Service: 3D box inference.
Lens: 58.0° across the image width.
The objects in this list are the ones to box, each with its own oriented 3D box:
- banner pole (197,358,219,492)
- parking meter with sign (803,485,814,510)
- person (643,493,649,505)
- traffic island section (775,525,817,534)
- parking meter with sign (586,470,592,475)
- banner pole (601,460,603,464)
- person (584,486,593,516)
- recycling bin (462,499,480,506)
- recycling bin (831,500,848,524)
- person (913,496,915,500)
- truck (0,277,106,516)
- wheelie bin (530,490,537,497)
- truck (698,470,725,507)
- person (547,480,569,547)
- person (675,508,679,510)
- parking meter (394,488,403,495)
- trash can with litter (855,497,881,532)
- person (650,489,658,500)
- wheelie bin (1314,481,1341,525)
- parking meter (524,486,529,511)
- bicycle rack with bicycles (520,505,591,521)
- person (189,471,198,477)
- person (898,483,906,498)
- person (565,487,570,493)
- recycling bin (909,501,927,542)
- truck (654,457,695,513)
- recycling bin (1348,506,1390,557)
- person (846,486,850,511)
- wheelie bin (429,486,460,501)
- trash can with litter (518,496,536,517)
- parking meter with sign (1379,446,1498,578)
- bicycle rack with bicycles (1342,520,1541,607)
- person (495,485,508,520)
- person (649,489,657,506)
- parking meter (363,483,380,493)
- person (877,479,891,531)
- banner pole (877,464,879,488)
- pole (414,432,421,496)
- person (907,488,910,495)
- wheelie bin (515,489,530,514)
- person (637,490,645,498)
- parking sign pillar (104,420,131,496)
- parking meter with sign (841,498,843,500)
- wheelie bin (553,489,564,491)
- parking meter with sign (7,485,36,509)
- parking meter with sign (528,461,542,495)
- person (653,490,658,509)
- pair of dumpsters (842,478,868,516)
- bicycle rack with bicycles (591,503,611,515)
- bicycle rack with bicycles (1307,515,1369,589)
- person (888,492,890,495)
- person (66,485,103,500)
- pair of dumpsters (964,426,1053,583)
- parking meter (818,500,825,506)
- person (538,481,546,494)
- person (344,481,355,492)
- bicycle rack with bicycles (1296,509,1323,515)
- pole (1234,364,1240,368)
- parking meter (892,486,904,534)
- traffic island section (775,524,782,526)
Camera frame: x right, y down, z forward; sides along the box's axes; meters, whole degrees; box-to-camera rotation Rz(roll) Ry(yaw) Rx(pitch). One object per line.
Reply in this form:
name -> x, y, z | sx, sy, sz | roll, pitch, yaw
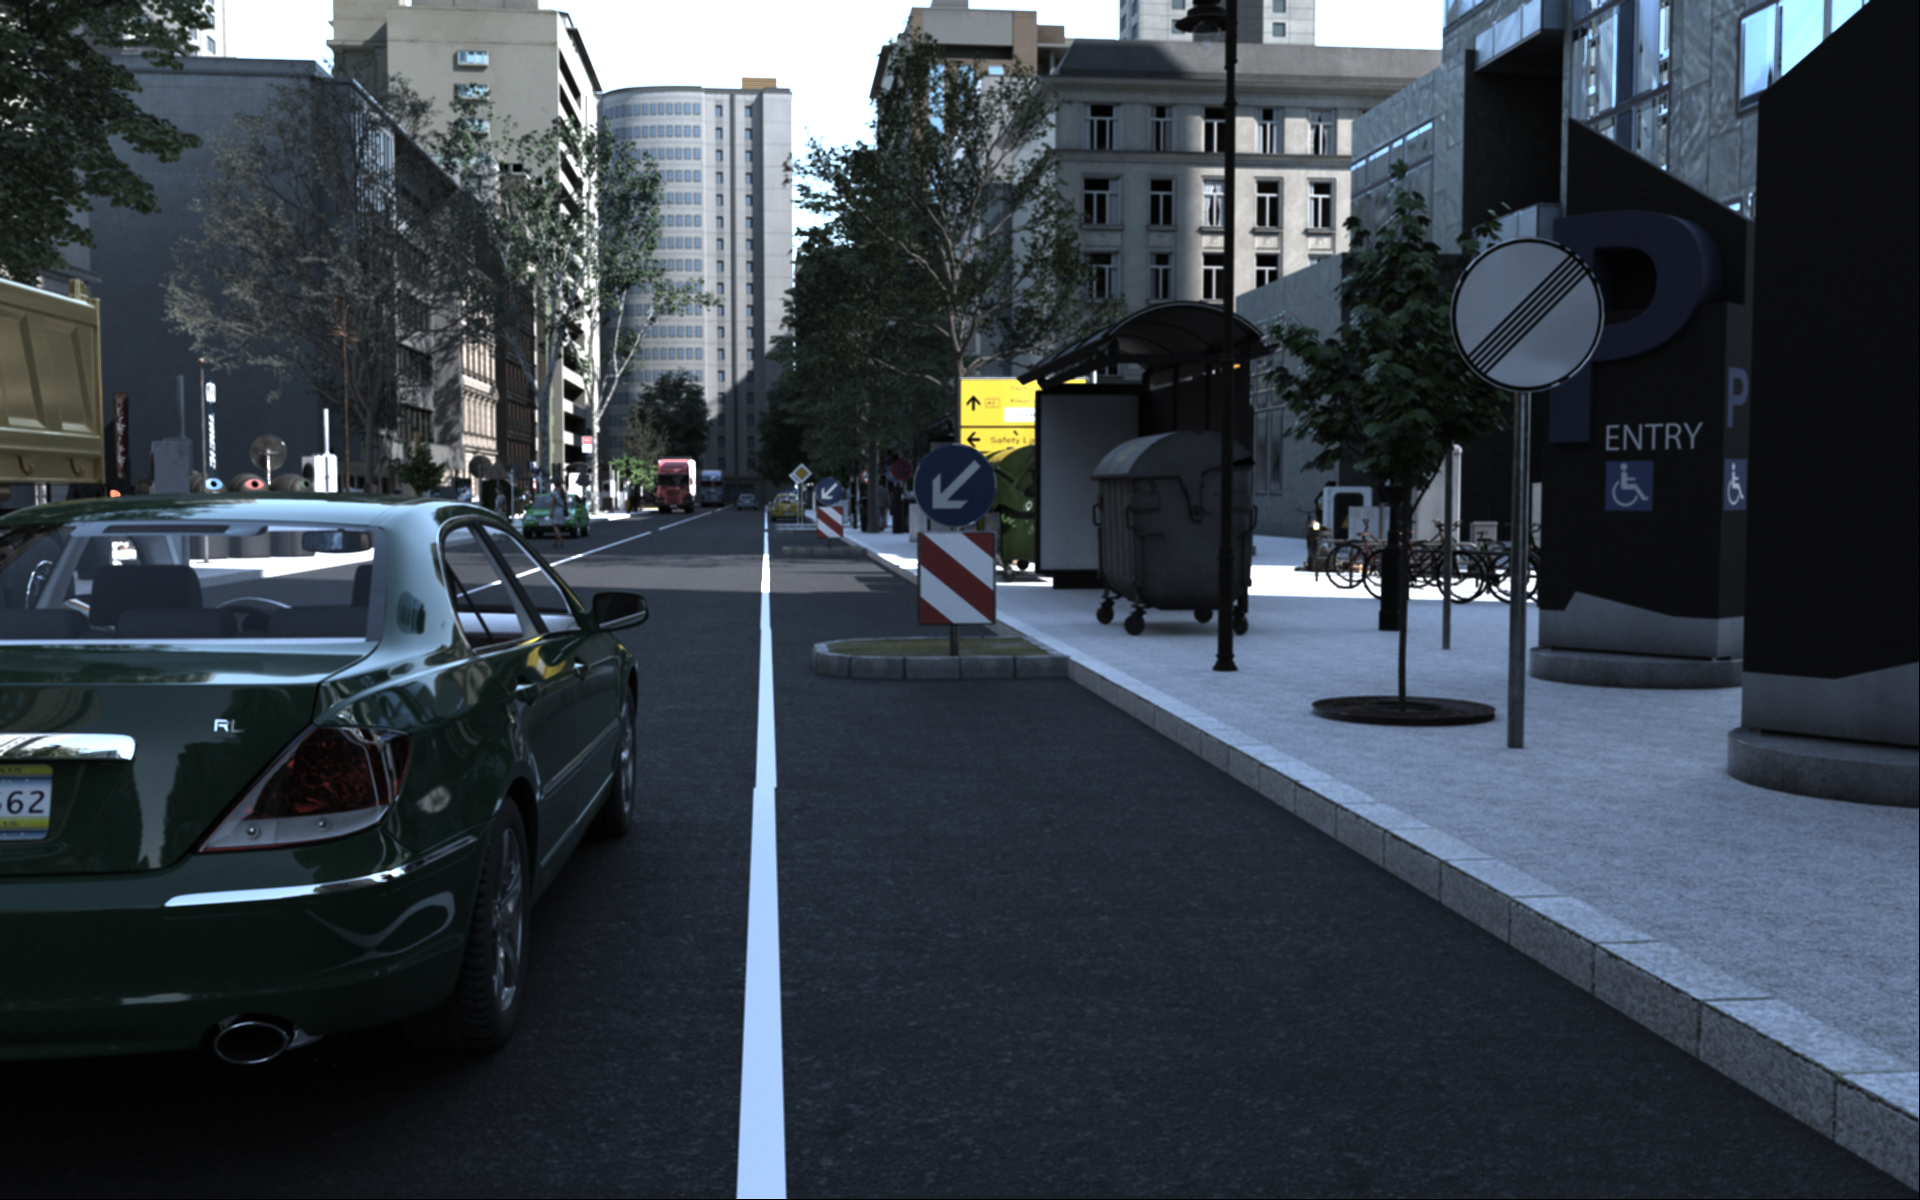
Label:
banner pole -> -13.952, -2.579, 32.178 | 0.401, 3.779, 0.863 | 0, 4, 0
parking meter with sign -> -12.593, -9.038, 144.036 | 1.738, 3.016, 0.543 | -3, 5, -42
person -> -38.208, -12.318, 210.680 | 0.697, 1.427, 0.421 | -1, 4, -13
traffic island section -> -5.793, -2.555, 64.049 | 2.009, 0.180, 2.903 | 0, 4, -6
parking meter with sign -> -27.592, -8.080, 128.363 | 0.543, 3.016, 1.738 | -1, 4, -21
banner pole -> -26.458, -8.459, 128.316 | 0.401, 3.779, 0.863 | -2, 4, -27
person -> -21.263, -5.647, 98.350 | 0.794, 1.824, 0.713 | -3, 5, -44
recycling bin -> -16.850, -2.883, 59.696 | 0.722, 1.027, 0.722 | -1, 4, -12
recycling bin -> -5.270, -3.844, 75.401 | 0.722, 1.027, 0.722 | -1, 4, -12
person -> -2.428, -5.186, 95.107 | 0.475, 1.303, 0.640 | -3, 4, -37
truck -> -7.698, -0.816, 9.263 | 3.469, 3.379, 9.791 | 0, 4, -6
wheelie bin -> -29.219, -6.828, 119.551 | 0.980, 1.594, 0.693 | -1, 4, -14
truck -> -28.646, -12.910, 200.829 | 2.967, 4.110, 18.799 | 0, 4, -7
person -> -10.920, -2.362, 47.218 | 0.616, 1.811, 0.778 | -3, 4, -36
person -> -24.984, -8.718, 151.836 | 0.742, 1.727, 0.445 | -3, 4, -37
parking meter -> -24.533, -4.113, 75.664 | 0.372, 1.533, 0.369 | 0, 3, 0
trash can with litter -> -3.073, -2.880, 58.480 | 0.624, 1.170, 1.055 | 1, 4, 19
person -> -32.809, -11.102, 187.198 | 1.348, 1.869, 0.705 | 1, 4, 18
wheelie bin -> 9.188, -2.137, 42.842 | 0.693, 1.594, 0.980 | 2, 4, 30
parking meter -> -32.177, -7.517, 128.606 | 0.255, 1.863, 0.399 | 0, 4, 2
bicycle rack with bicycles -> -19.853, -4.296, 83.614 | 2.852, 0.926, 2.925 | 1, 4, 9
person -> -16.202, -1.864, 36.873 | 0.623, 1.781, 0.721 | 3, 4, 37
person -> -3.071, -5.059, 88.726 | 0.622, 1.834, 0.822 | 0, 4, 1
person -> -24.776, -6.287, 109.675 | 0.643, 1.720, 0.563 | 0, 4, -2
recycling bin -> -0.914, -2.065, 46.310 | 0.722, 1.027, 0.722 | 1, 4, 18
truck -> -21.651, -8.766, 132.239 | 2.839, 4.237, 11.283 | 0, 4, -7
recycling bin -> 8.395, -1.396, 35.374 | 0.722, 1.027, 0.722 | -1, 4, -9
person -> -5.974, -5.332, 93.076 | 0.748, 1.841, 0.638 | -2, 4, -27
wheelie bin -> -20.734, -3.797, 69.992 | 0.980, 1.594, 0.693 | -3, 4, -36
trash can with litter -> -24.605, -5.393, 99.228 | 2.233, 1.210, 1.678 | -1, 4, -9
parking meter with sign -> 7.312, -1.851, 26.523 | 1.738, 3.016, 0.543 | 0, 4, 8
bicycle rack with bicycles -> 6.675, -0.447, 20.695 | 2.852, 0.926, 2.925 | -3, 5, -40
person -> -14.092, -2.664, 53.054 | 0.522, 1.701, 0.512 | 1, 4, 13
person -> -31.428, -10.561, 178.801 | 1.348, 1.812, 0.705 | -2, 4, -24
parking meter -> -14.010, -2.010, 41.269 | 0.372, 1.533, 0.369 | 0, 3, 0
person -> -2.747, -3.290, 60.115 | 0.678, 1.792, 0.850 | -1, 4, -9
banner pole -> -6.775, -9.245, 141.174 | 0.401, 3.779, 0.863 | 0, 4, 7
pole -> -17.817, -3.858, 56.918 | 0.158, 3.312, 0.155 | 0, 3, 0
person -> -4.309, -8.399, 143.635 | 0.850, 1.792, 0.678 | -2, 4, -28
wheelie bin -> -28.241, -6.289, 110.728 | 0.980, 1.594, 0.693 | 0, 3, 0
person -> -35.281, -11.340, 191.456 | 1.348, 1.823, 0.705 | 3, 4, 36
parking sign pillar -> -28.812, -4.302, 58.803 | 1.447, 3.967, 1.447 | 1, 4, 20
parking meter with sign -> -7.367, -6.650, 104.980 | 0.543, 3.016, 1.738 | -1, 4, -13
wheelie bin -> -23.790, -5.805, 102.822 | 0.980, 1.594, 0.693 | -1, 4, -12
parking meter with sign -> -20.372, -2.517, 37.412 | 0.543, 3.016, 1.738 | 0, 4, 3
parking meter with sign -> -22.041, -5.840, 91.751 | 1.738, 3.016, 0.543 | 2, 4, 33
person -> -26.784, -8.899, 153.015 | 0.593, 1.643, 0.415 | -3, 4, -37
pair of dumpsters -> -5.876, -5.923, 99.341 | 1.574, 2.255, 4.437 | 0, 4, -7
bicycle rack with bicycles -> -22.677, -5.610, 105.100 | 2.925, 0.926, 2.852 | -1, 4, -17
bicycle rack with bicycles -> 6.321, -0.674, 24.401 | 2.925, 0.926, 2.852 | 0, 4, -2
person -> -5.134, -6.886, 117.985 | 0.474, 1.900, 0.648 | 2, 4, 27
person -> -14.615, -1.407, 28.822 | 0.659, 1.850, 0.755 | -3, 5, -44
pair of dumpsters -> 0.893, -1.494, 26.917 | 1.574, 2.255, 4.437 | 0, 4, -6
parking meter -> -8.302, -6.013, 104.031 | 0.399, 1.863, 0.255 | -2, 4, -35
person -> -18.026, -4.233, 75.027 | 0.755, 1.850, 0.659 | 0, 4, 3
person -> -25.579, -4.084, 72.660 | 0.795, 1.843, 0.661 | 2, 4, 27
bicycle rack with bicycles -> 9.056, -1.651, 40.380 | 2.852, 0.926, 2.925 | 1, 4, 20
pole -> 4.180, -1.989, 26.360 | 0.158, 3.312, 0.155 | 0, 3, 0
parking meter -> -2.013, -2.933, 56.373 | 0.372, 1.533, 0.369 | 0, 3, 0
traffic island section -> -6.681, -3.040, 71.985 | 2.009, 0.180, 2.903 | 0, 4, -6
